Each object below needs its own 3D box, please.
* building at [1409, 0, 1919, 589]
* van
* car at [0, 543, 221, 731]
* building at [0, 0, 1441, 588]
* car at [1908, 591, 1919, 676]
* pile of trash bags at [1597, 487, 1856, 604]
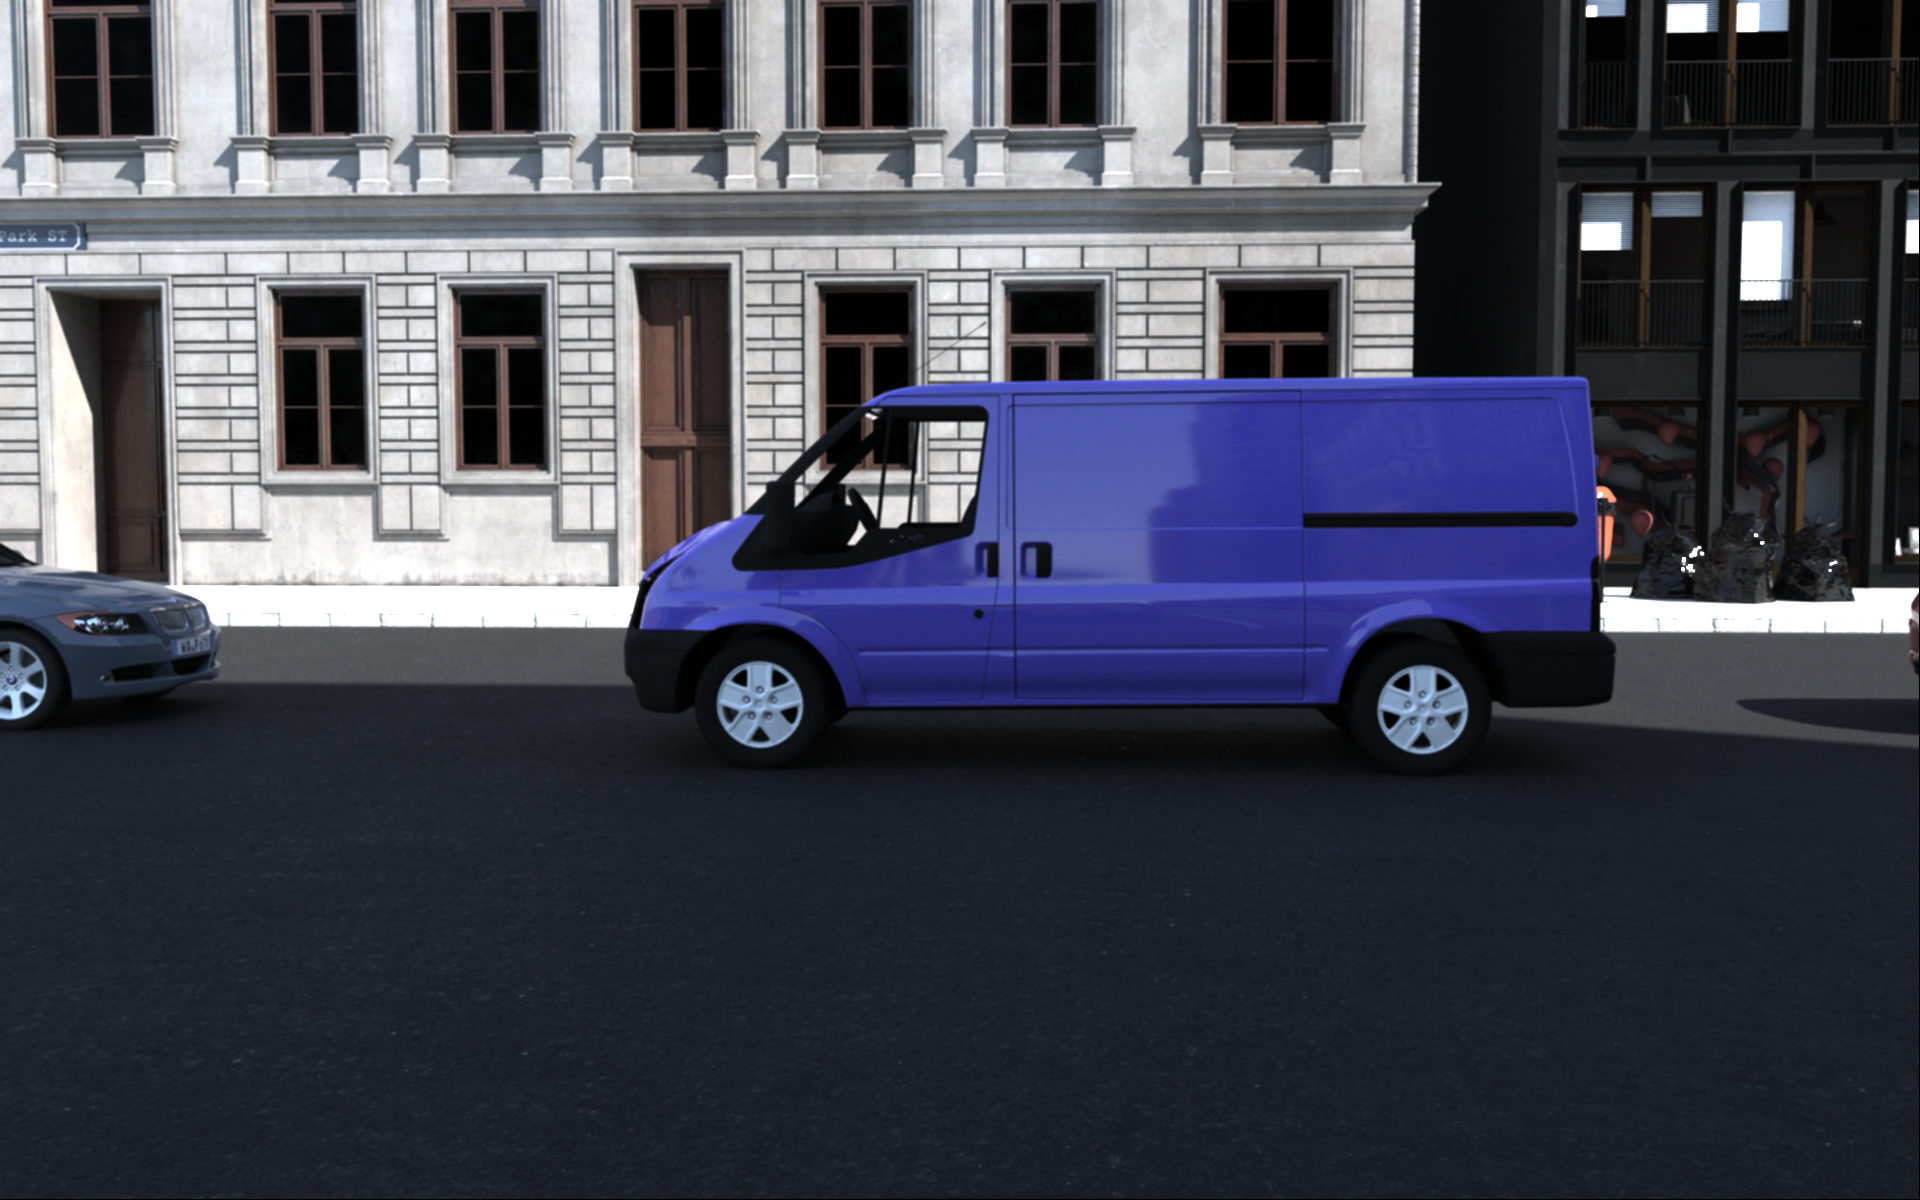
[{"bbox_3d":[16.040,-12.170,28.655,15.834,23.373,12.332,0,4,3],"label":"building"},{"bbox_3d":[0.771,-0.327,9.725,5.245,2.365,2.240,0,4,4],"label":"van"},{"bbox_3d":[-7.218,0.041,11.330,4.499,1.417,2.014,0,4,2],"label":"car"},{"bbox_3d":[-3.517,-11.735,28.026,21.152,22.565,11.583,0,4,3],"label":"building"},{"bbox_3d":[8.297,-0.090,10.519,4.494,1.783,2.155,0,4,3],"label":"car"},{"bbox_3d":[8.879,-0.686,20.965,3.447,1.369,1.912,-1,4,-14],"label":"pile of trash bags"}]
